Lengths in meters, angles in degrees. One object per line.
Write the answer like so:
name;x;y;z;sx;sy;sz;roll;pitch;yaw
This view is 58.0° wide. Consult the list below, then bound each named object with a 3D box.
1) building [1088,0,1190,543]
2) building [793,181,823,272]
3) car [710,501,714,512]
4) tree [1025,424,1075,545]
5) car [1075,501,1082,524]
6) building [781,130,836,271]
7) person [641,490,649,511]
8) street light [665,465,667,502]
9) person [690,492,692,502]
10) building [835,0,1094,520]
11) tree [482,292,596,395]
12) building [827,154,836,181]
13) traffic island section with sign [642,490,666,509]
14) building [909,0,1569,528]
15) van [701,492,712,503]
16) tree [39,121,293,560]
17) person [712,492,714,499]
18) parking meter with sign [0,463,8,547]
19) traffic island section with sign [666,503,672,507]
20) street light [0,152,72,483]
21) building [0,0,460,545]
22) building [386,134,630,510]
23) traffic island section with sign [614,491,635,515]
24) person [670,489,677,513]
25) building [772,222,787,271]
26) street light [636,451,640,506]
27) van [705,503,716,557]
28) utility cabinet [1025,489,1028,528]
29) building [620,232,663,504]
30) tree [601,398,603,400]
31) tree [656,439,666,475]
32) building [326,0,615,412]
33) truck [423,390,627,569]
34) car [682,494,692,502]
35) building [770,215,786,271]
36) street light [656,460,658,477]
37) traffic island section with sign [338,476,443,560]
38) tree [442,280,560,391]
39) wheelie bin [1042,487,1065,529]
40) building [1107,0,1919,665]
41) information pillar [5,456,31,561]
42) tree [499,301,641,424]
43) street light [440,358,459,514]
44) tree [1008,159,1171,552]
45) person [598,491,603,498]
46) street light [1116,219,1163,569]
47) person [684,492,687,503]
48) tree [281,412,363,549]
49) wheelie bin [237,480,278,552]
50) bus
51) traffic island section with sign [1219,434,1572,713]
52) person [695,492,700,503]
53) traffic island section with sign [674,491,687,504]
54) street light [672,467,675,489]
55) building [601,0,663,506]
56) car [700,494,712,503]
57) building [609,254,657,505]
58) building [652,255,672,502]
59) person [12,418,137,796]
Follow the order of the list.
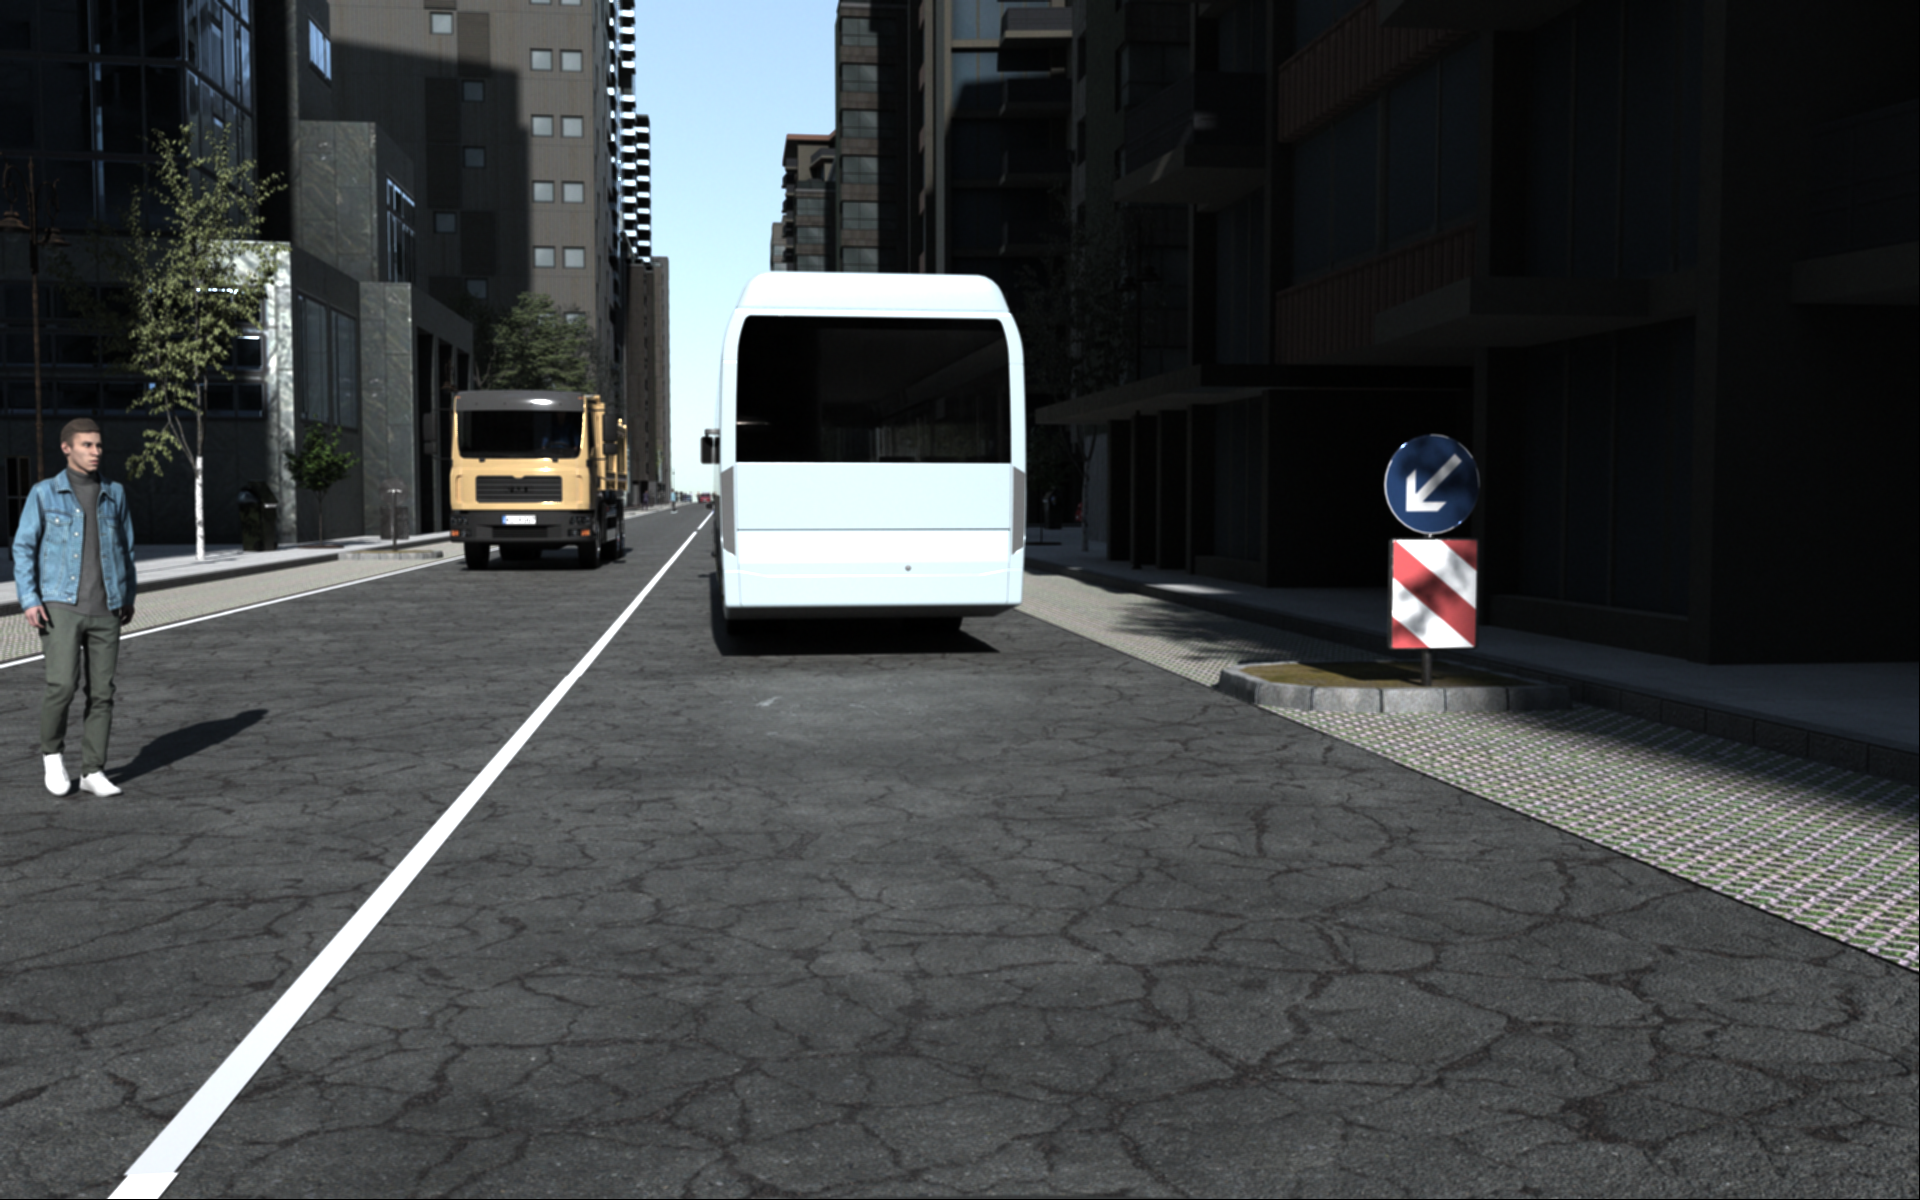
building;10.157;-17.067;50.741;14.160;30.474;14.107;0;4;-8
building;-8.628;-23.924;162.853;14.160;30.474;14.107;0;4;-8
car;-10.562;-4.313;80.110;1.945;1.707;3.694;-1;4;-9
tree;2.183;-3.015;43.900;1.663;3.219;1.824;0;3;0
car;6.881;-3.703;69.584;4.494;1.783;2.155;0;4;-7
building;-10.189;-33.928;209.351;22.147;44.769;28.867;0;4;-8
person;-27.252;-8.623;149.933;0.683;1.767;0.568;-1;4;-17
street light;-44.904;-17.868;264.936;0.468;5.910;1.993;0;4;-8
person;-46.934;-17.928;301.482;0.599;1.838;0.709;0;4;7
building;-0.574;-20.345;104.343;14.160;30.474;14.107;0;4;-8
tree;-23.890;-10.993;97.861;7.486;12.596;7.792;0;3;0
building;-1.112;-30.058;183.324;32.217;40.220;23.993;0;4;-8
traffic island section with sign;-30.183;-9.870;170.007;1.989;1.847;2.006;0;4;-8
building;10.288;-26.230;83.480;28.867;44.769;22.147;0;4;-8
van;-41.340;-16.819;282.001;2.013;2.044;4.112;-1;4;-9
tree;-15.128;-5.099;33.738;4.737;8.622;4.395;0;3;0
person;-41.678;-17.395;293.045;1.348;1.807;0.705;1;4;12
parking meter with sign;-23.033;-2.793;41.925;1.738;3.016;0.543;-2;4;-30
traffic island section with sign;-33.792;-11.514;196.888;1.989;1.847;2.006;0;4;-8
street light;-12.719;-3.125;23.886;0.468;5.910;1.993;0;4;-8
building;-32.341;-45.117;50.341;31.000;86.520;22.319;0;4;-8
building;-46.405;-53.308;184.259;22.319;86.520;31.000;0;4;-8
traffic island section with sign;-23.391;-6.764;119.219;1.989;1.847;2.006;0;4;-8
person;-21.836;-7.565;132.208;0.620;1.820;0.660;1;4;12
building;-21.396;-35.416;262.643;14.154;41.232;14.086;0;4;-8
street light;-33.852;-12.802;182.102;0.468;5.910;1.993;0;4;-8
van;-4.983;-2.065;40.776;2.013;2.044;4.112;0;4;-8
utility cabinet;1.932;-3.438;64.895;1.173;1.500;0.318;1;4;17
building;-57.611;-33.399;237.948;32.217;40.220;23.993;0;4;-8
tree;-27.493;-11.017;130.497;4.360;8.622;3.978;0;3;0
tree;-39.630;-16.564;221.179;4.737;8.622;4.395;0;3;0
building;-45.603;-34.661;155.944;28.713;52.752;27.495;0;4;-8
truck;-8.428;-2.406;35.260;3.469;3.379;9.791;0;4;-7
car;-46.731;-17.320;295.181;2.014;1.417;4.499;0;4;-8
building;-21.329;-41.101;295.696;21.300;48.544;21.600;0;4;-8
street light;-40.277;-15.722;229.843;0.468;5.910;1.993;0;4;-8
traffic island section with sign;-12.566;-1.819;38.372;1.989;1.847;2.006;0;4;-8
tree;-21.004;-8.682;76.356;7.601;10.594;8.767;0;4;-2
wheelie bin;3.398;-3.371;63.028;0.693;1.594;0.980;-1;4;-18
building;14.048;-22.416;21.130;22.147;44.769;28.867;0;4;-8
information pillar;-18.195;-1.774;33.498;0.304;2.012;0.304;1;4;14
tree;-25.382;-12.214;110.069;12.009;13.543;11.850;0;3;0
street light;-17.339;-5.275;59.040;0.468;5.910;1.993;0;4;-8
tree;2.772;-5.401;38.665;4.360;8.622;3.978;0;3;0
person;-10.509;-2.555;50.546;0.520;1.790;0.573;1;4;19
street light;3.022;-3.463;29.402;0.468;5.910;1.993;0;4;-8
person;-43.305;-16.124;273.051;0.541;1.710;0.530;0;4;-5
tree;-15.349;-2.849;41.184;1.663;3.219;1.824;0;3;0
wheelie bin;-15.766;-1.891;38.828;0.693;1.594;0.980;0;4;8
bus;-1.667;-1.598;20.979;2.948;3.499;13.247;-1;4;-8
traffic island section with sign;2.922;-0.220;12.227;1.989;1.847;2.006;0;4;-8
person;-40.060;-15.621;264.433;0.750;1.759;0.617;-2;4;-35
traffic island section with sign;-41.111;-14.858;251.552;1.989;1.847;2.006;0;4;-8
street light;-49.636;-20.027;300.229;0.468;5.910;1.993;0;4;-8
building;-56.982;-58.231;264.745;22.319;86.520;31.000;0;4;-8
car;-39.748;-15.944;269.719;2.155;1.783;4.494;0;4;-8
building;-44.143;-26.745;208.983;14.160;30.474;14.107;0;4;-8
building;-55.719;-37.033;289.081;14.154;41.232;14.086;0;4;-8
person;-4.176;0.039;8.207;0.444;1.785;0.601;3;5;43
